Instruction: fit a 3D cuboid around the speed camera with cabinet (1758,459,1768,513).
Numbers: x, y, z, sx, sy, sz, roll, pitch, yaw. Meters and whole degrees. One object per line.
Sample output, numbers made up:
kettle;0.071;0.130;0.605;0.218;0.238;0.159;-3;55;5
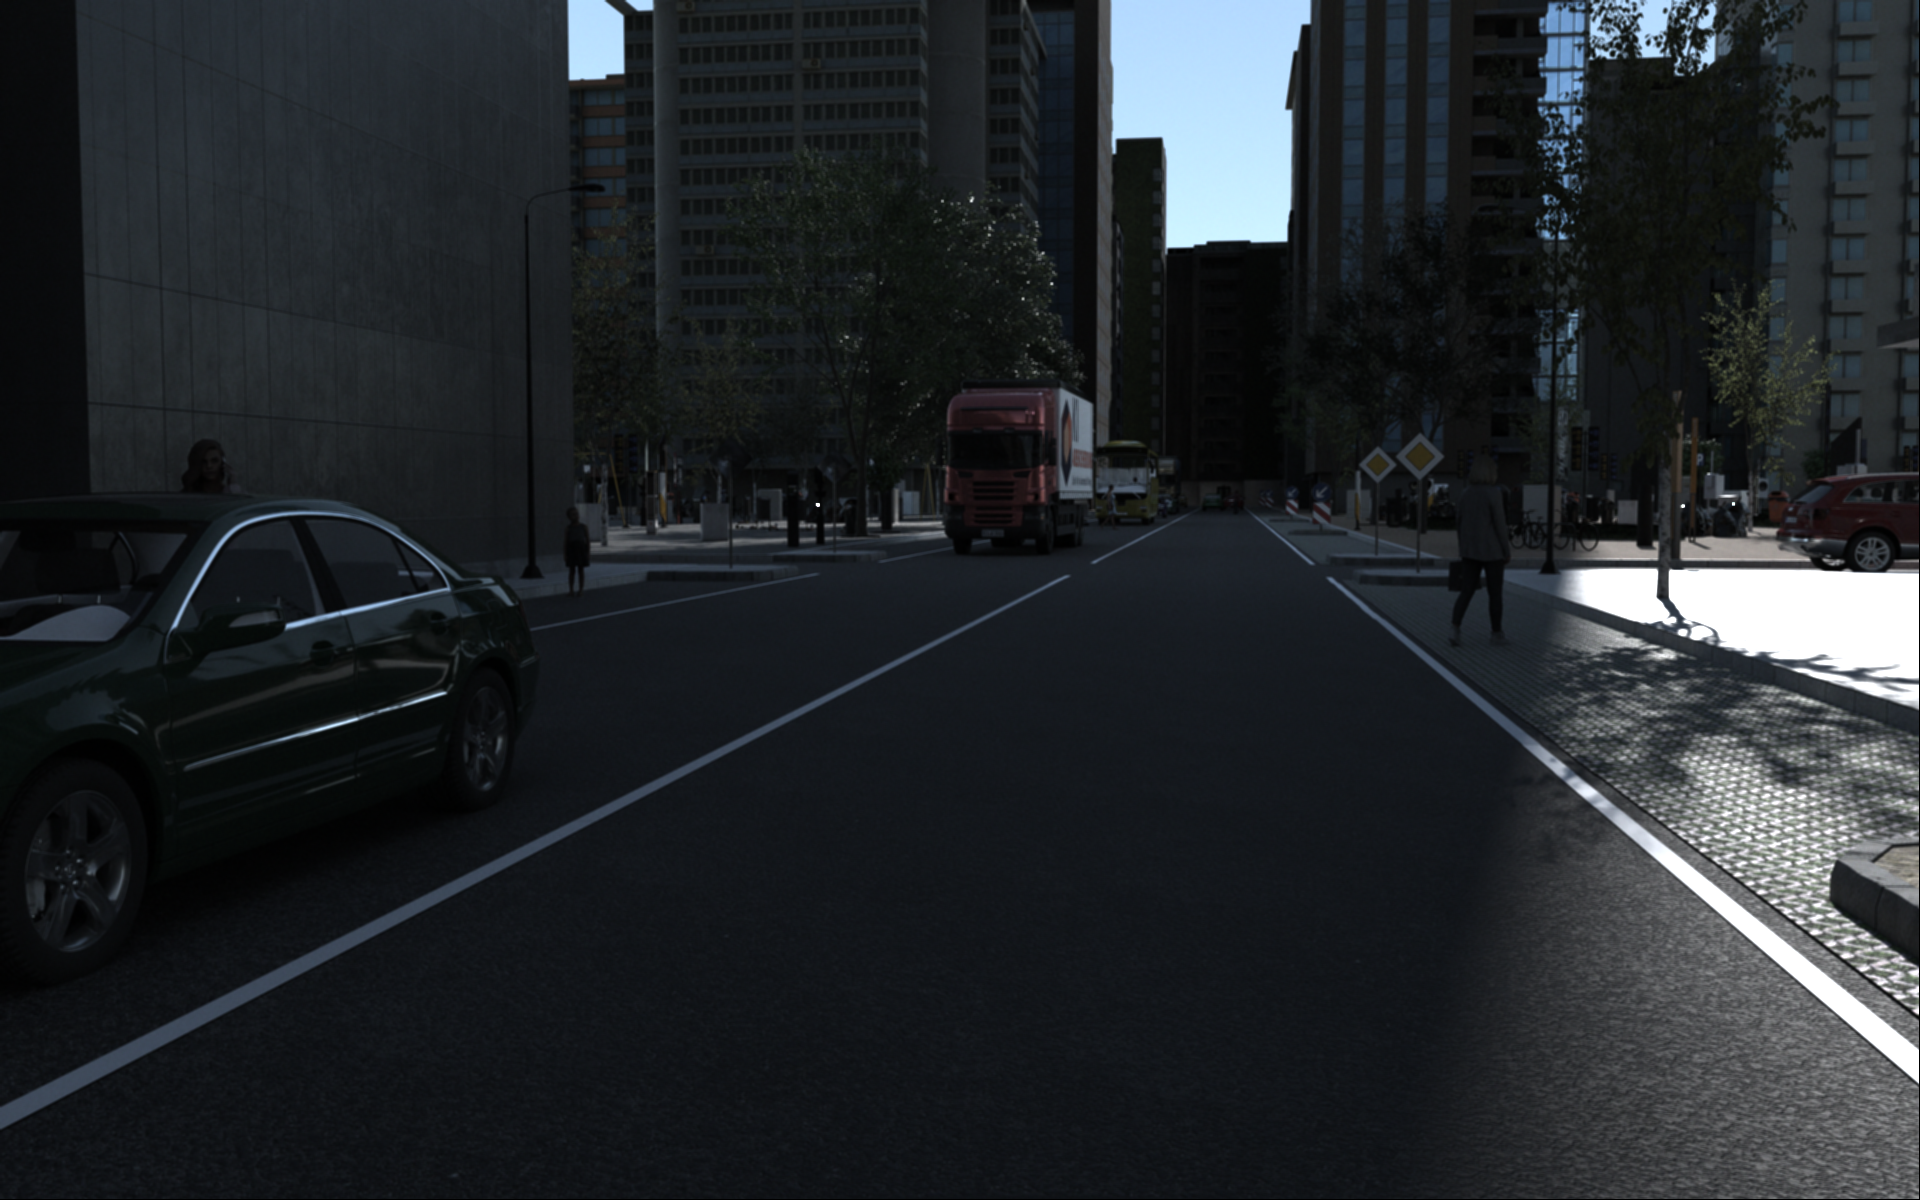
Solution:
speed camera with cabinet;44.979;-6.384;98.713;2.038;3.252;0.660;-1;4;-10

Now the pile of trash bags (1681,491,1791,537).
pile of trash bags;23.283;-2.594;52.169;1.912;1.369;3.447;-3;4;-37

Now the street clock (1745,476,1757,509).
street clock;32.330;-4.052;70.817;0.471;2.002;0.358;-2;4;-33

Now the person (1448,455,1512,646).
person;4.850;-0.468;16.334;0.728;1.800;0.709;-2;4;-31

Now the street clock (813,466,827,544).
street clock;-3.567;-2.425;44.212;0.358;2.002;0.471;0;4;5

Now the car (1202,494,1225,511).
car;21.731;-8.551;148.600;1.959;1.807;4.718;1;4;10

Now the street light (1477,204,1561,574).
street light;8.971;-3.381;27.827;1.470;5.913;1.316;1;4;9

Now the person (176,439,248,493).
person;-4.448;-0.066;10.162;0.593;1.750;0.643;-1;4;-14

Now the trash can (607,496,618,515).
trash can;-21.517;-5.835;107.049;0.748;1.137;0.748;0;3;0

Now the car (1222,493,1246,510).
car;24.890;-9.083;157.547;2.155;1.783;4.494;1;4;9

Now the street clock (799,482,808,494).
street clock;-8.899;-5.737;98.362;0.471;2.002;0.358;2;4;27

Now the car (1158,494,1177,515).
car;13.987;-6.611;119.888;2.131;1.459;4.920;1;4;10

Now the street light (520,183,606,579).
street light;-5.983;-3.276;26.110;1.470;5.913;1.316;1;4;9

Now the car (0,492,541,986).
car;-3.251;0.314;6.670;2.131;1.459;4.920;1;4;9

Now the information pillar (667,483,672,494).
information pillar;-18.645;-6.508;110.902;0.304;2.012;0.304;1;4;10

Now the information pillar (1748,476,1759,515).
information pillar;32.720;-4.094;71.435;0.304;2.012;0.304;3;5;45

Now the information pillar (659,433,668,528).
information pillar;-11.393;-4.586;66.336;0.183;3.616;0.504;1;4;12

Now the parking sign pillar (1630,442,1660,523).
parking sign pillar;30.514;-5.412;76.952;1.447;3.967;1.447;-3;4;-38

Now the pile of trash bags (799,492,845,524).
pile of trash bags;-6.136;-4.070;76.301;1.912;1.369;3.447;3;5;44

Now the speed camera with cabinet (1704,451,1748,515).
speed camera with cabinet;34.700;-5.142;78.403;0.660;3.252;2.038;-2;4;-25

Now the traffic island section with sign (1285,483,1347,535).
traffic island section with sign;12.523;-3.185;60.711;1.989;1.847;2.006;1;4;9

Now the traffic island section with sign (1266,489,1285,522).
traffic island section with sign;16.857;-4.897;88.686;1.989;1.847;2.006;1;4;9

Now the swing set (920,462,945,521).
swing set;-0.086;-5.263;83.674;3.119;2.851;2.862;-1;4;-15

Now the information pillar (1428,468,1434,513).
information pillar;25.284;-6.244;93.446;0.504;3.616;0.183;0;4;1

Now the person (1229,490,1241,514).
person;19.674;-7.016;123.927;0.721;1.743;1.217;-2;4;-32

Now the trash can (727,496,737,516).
trash can;-13.607;-5.562;102.599;0.748;1.137;0.748;0;3;0

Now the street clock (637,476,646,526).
street clock;-12.576;-3.930;68.827;0.471;2.002;0.358;2;4;28

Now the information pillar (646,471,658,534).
information pillar;-9.823;-3.103;55.227;0.304;2.012;0.304;0;4;5

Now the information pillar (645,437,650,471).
information pillar;-12.871;-4.900;71.463;0.183;3.616;0.504;-1;4;-23

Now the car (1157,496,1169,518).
car;11.654;-5.637;104.744;1.945;1.354;3.894;0;4;8

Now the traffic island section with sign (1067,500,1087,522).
traffic island section with sign;5.510;-4.920;89.072;1.989;1.847;2.006;1;4;9

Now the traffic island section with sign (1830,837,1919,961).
traffic island section with sign;3.967;0.195;5.446;1.989;1.847;2.006;1;4;9

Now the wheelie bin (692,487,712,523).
wheelie bin;-11.365;-4.187;76.367;0.980;1.594;0.693;3;5;44

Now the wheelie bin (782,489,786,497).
wheelie bin;-11.175;-6.044;106.726;0.980;1.594;0.693;1;4;11

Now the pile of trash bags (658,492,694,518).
pile of trash bags;-15.804;-5.248;95.550;1.912;1.369;3.447;-1;4;-17

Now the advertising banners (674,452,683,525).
advertising banners;-11.897;-4.704;73.095;0.090;3.025;2.074;0;4;0

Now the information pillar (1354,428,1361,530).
information pillar;14.148;-4.295;61.581;0.183;3.616;0.504;1;4;22

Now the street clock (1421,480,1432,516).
street clock;22.918;-4.928;85.147;0.471;2.002;0.358;0;4;2

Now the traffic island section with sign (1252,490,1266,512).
traffic island section with sign;24.299;-7.834;136.721;1.989;1.847;2.006;1;4;9

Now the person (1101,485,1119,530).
person;5.986;-3.713;69.309;0.778;1.811;0.616;1;4;23

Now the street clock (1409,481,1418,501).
street clock;25.756;-5.742;98.449;0.471;2.002;0.358;-1;4;-17

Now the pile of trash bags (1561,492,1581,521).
pile of trash bags;26.326;-4.116;77.056;3.447;1.369;1.912;-2;4;-32

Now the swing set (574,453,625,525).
swing set;-14.847;-4.203;66.343;3.119;2.851;2.862;1;4;13

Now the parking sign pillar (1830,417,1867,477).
parking sign pillar;31.412;-4.452;61.269;1.447;3.967;1.447;-1;4;-15

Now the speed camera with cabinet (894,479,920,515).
speed camera with cabinet;-3.306;-6.798;105.480;0.660;3.252;2.038;-3;5;-41

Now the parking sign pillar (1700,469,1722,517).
parking sign pillar;41.340;-6.541;95.415;1.447;3.967;1.447;-2;4;-26

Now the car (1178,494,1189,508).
car;23.477;-10.720;185.496;2.015;1.641;3.980;1;4;9

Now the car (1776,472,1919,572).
car;17.579;-1.371;31.086;5.304;1.827;2.281;0;4;7

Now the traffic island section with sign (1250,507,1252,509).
traffic island section with sign;28.485;-9.486;163.727;1.989;1.847;2.006;1;4;9

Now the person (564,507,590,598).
person;-5.309;-0.663;24.010;0.362;1.253;0.373;0;4;-5

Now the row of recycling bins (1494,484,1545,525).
row of recycling bins;22.651;-3.939;71.515;3.534;1.692;1.069;3;4;38

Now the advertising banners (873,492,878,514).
advertising banners;-4.883;-7.120;112.606;2.074;3.025;0.090;3;5;41

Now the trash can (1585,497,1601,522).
trash can;29.345;-4.202;80.363;0.748;1.137;0.748;0;3;0

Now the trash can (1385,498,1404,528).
trash can;16.712;-3.362;66.614;0.748;1.137;0.748;0;3;0

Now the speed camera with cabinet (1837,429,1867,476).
speed camera with cabinet;27.918;-3.607;53.305;2.038;3.252;0.660;-2;4;-24
